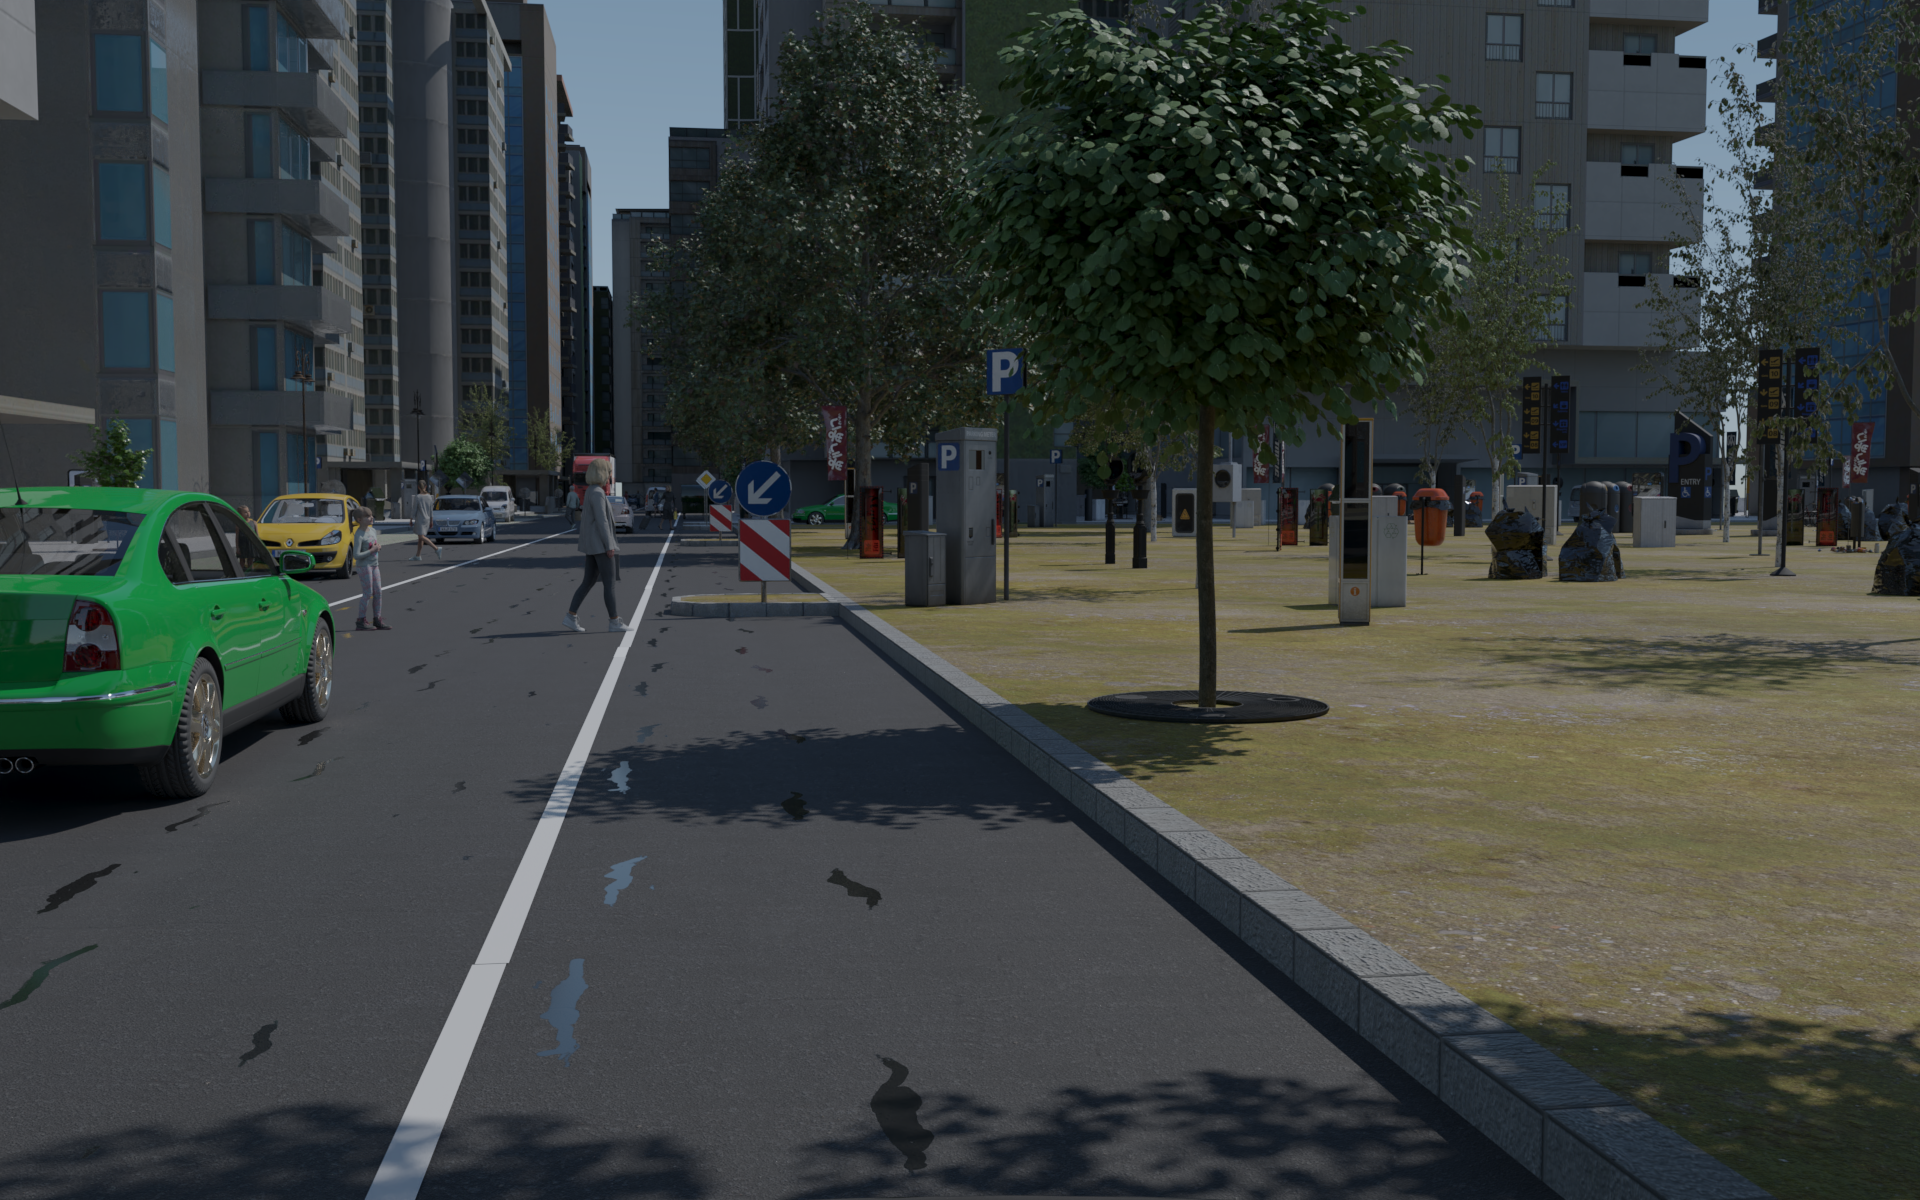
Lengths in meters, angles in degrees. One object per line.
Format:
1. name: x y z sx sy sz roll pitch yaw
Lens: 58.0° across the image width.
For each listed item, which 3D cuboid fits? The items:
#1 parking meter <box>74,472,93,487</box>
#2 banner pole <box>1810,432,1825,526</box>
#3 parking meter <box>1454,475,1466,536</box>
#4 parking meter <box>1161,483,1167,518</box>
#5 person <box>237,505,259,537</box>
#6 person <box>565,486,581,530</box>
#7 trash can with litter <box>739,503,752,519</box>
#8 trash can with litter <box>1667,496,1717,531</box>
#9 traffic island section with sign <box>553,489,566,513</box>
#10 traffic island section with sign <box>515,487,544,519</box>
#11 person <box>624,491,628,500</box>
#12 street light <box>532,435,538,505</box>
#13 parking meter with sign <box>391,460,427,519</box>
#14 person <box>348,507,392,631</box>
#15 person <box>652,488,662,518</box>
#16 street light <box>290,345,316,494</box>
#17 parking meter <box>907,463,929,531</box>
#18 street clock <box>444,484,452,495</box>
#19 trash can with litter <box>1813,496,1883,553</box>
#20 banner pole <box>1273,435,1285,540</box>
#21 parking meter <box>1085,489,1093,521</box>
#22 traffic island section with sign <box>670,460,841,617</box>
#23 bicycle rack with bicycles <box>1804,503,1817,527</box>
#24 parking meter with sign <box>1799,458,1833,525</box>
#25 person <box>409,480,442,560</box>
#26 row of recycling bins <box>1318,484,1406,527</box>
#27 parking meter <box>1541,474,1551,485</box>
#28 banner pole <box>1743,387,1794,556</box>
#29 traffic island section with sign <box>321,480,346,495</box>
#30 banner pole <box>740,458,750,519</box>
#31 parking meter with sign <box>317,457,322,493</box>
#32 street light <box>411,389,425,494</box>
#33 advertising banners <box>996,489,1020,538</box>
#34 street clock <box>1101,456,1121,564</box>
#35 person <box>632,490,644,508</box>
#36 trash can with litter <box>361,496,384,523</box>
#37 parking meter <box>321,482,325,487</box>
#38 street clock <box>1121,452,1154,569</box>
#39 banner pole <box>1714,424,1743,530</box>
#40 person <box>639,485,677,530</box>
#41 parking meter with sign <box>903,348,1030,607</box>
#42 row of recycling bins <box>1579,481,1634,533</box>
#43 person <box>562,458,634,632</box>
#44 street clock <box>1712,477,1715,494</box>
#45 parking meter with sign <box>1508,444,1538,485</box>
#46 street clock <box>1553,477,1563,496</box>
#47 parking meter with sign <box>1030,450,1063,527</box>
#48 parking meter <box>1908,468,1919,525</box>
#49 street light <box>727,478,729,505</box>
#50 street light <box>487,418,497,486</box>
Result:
1. parking meter: -22.501 -2.371 44.475 0.255 1.863 0.399 2 4 32
2. banner pole: 34.409 -4.853 69.363 0.401 3.779 0.863 0 4 -3
3. parking meter: 15.201 -2.872 52.675 0.255 1.863 0.399 2 4 33
4. parking meter: 10.862 -5.299 92.348 0.255 1.863 0.399 1 4 17
5. person: -11.158 -0.854 27.130 0.362 1.253 0.373 -2 4 -31
6. person: -15.626 -3.739 70.116 0.515 1.767 0.782 2 4 27
7. trash can with litter: -10.415 -4.488 84.760 0.624 1.170 1.055 -2 4 -27
8. trash can with litter: 24.990 -2.993 59.990 2.233 1.210 1.678 2 4 34
9. traffic island section with sign: -29.786 -7.349 128.792 1.989 1.847 2.006 -1 4 -9
10. traffic island section with sign: -25.553 -5.702 101.862 1.989 1.847 2.006 -1 4 -9
11. person: -32.800 -9.812 169.648 0.721 1.743 1.217 -3 5 -39
12. street light: -33.187 -9.953 135.515 0.468 5.910 1.993 -1 4 -9
13. parking meter with sign: -28.124 -5.630 88.309 1.738 3.016 0.543 -3 5 -40
14. person: -6.197 -0.333 18.216 0.394 1.301 0.425 0 4 -3
15. person: -18.243 -5.855 104.255 0.654 1.822 0.581 0 4 -8
16. street light: -20.352 -4.954 53.781 0.468 5.910 1.993 -1 4 -9
17. parking meter: -0.803 -1.666 32.949 0.255 1.863 0.399 -3 5 -43
18. street clock: -31.044 -6.149 105.108 0.471 2.002 0.358 2 4 33
19. trash can with litter: 19.944 -1.674 38.423 1.678 1.210 2.233 1 4 16
20. banner pole: 9.029 -3.602 48.912 0.401 3.779 0.863 -1 4 -19
21. parking meter: 6.550 -4.874 88.099 0.372 1.533 0.369 0 3 0
22. traffic island section with sign: -2.534 -0.766 21.158 1.989 1.847 2.006 -1 4 -9
23. bicycle rack with bicycles: 32.955 -3.323 67.719 2.925 0.926 2.852 0 4 0
24. parking meter with sign: 35.611 -4.675 72.690 1.738 3.016 0.543 3 4 36
25. person: -11.530 -1.717 37.325 0.760 1.731 0.466 0 4 1
26. row of recycling bins: 15.789 -3.742 68.286 3.534 1.692 1.069 0 4 -5
27. parking meter: 17.150 -2.755 50.750 0.255 1.863 0.399 1 4 15
28. banner pole: 16.812 -2.801 35.816 0.401 3.779 0.863 -2 4 -35
29. traffic island section with sign: -16.859 -2.317 46.503 1.989 1.847 2.006 -1 4 -9
30. banner pole: -10.188 -5.651 82.403 0.863 3.779 0.401 3 5 44
31. parking meter with sign: -30.444 -5.158 80.591 0.543 3.016 1.738 1 4 16
32. street light: -23.942 -6.348 76.580 0.468 5.910 1.993 -1 4 -9
33. advertising banners: 1.086 -3.307 50.250 0.090 3.025 2.074 3 4 39
34. street clock: 2.762 -1.665 31.789 0.471 2.002 0.358 0 4 6
35. person: -32.918 -10.314 177.221 1.350 1.814 0.705 -1 4 -18
36. trash can with litter: -26.927 -4.119 78.405 1.678 1.210 2.233 -2 4 -29
37. parking meter: -31.123 -4.842 84.883 0.255 1.863 0.399 -3 5 -41
38. street clock: 3.102 -1.545 29.835 0.358 2.002 0.471 -2 4 -33
39. banner pole: 27.043 -4.345 61.065 0.401 3.779 0.863 -1 4 -21
40. person: -12.096 -3.725 69.622 1.509 1.804 0.699 1 4 12
41. parking meter with sign: 0.049 -1.465 20.221 0.543 3.016 1.738 3 4 38
42. row of recycling bins: 21.533 -3.053 57.032 3.534 1.692 1.069 -3 5 -39
43. person: -3.791 -0.572 18.036 0.728 1.800 0.709 -1 4 -20
44. street clock: 31.011 -4.109 71.753 0.471 2.002 0.358 2 4 25
45. parking meter with sign: 19.968 -3.952 60.869 1.738 3.016 0.543 -3 5 -39
46. street clock: 25.765 -4.288 74.674 0.358 2.002 0.471 -1 4 -13
47. parking meter with sign: 3.269 -4.341 67.239 0.543 3.016 1.738 3 4 37
48. parking meter: 21.457 -2.023 38.779 0.255 1.863 0.399 0 4 -4
49. street light: -16.471 -9.169 122.699 0.468 5.910 1.993 -1 4 -9
50. street light: -28.614 -8.142 105.912 0.468 5.910 1.993 -1 4 -9
